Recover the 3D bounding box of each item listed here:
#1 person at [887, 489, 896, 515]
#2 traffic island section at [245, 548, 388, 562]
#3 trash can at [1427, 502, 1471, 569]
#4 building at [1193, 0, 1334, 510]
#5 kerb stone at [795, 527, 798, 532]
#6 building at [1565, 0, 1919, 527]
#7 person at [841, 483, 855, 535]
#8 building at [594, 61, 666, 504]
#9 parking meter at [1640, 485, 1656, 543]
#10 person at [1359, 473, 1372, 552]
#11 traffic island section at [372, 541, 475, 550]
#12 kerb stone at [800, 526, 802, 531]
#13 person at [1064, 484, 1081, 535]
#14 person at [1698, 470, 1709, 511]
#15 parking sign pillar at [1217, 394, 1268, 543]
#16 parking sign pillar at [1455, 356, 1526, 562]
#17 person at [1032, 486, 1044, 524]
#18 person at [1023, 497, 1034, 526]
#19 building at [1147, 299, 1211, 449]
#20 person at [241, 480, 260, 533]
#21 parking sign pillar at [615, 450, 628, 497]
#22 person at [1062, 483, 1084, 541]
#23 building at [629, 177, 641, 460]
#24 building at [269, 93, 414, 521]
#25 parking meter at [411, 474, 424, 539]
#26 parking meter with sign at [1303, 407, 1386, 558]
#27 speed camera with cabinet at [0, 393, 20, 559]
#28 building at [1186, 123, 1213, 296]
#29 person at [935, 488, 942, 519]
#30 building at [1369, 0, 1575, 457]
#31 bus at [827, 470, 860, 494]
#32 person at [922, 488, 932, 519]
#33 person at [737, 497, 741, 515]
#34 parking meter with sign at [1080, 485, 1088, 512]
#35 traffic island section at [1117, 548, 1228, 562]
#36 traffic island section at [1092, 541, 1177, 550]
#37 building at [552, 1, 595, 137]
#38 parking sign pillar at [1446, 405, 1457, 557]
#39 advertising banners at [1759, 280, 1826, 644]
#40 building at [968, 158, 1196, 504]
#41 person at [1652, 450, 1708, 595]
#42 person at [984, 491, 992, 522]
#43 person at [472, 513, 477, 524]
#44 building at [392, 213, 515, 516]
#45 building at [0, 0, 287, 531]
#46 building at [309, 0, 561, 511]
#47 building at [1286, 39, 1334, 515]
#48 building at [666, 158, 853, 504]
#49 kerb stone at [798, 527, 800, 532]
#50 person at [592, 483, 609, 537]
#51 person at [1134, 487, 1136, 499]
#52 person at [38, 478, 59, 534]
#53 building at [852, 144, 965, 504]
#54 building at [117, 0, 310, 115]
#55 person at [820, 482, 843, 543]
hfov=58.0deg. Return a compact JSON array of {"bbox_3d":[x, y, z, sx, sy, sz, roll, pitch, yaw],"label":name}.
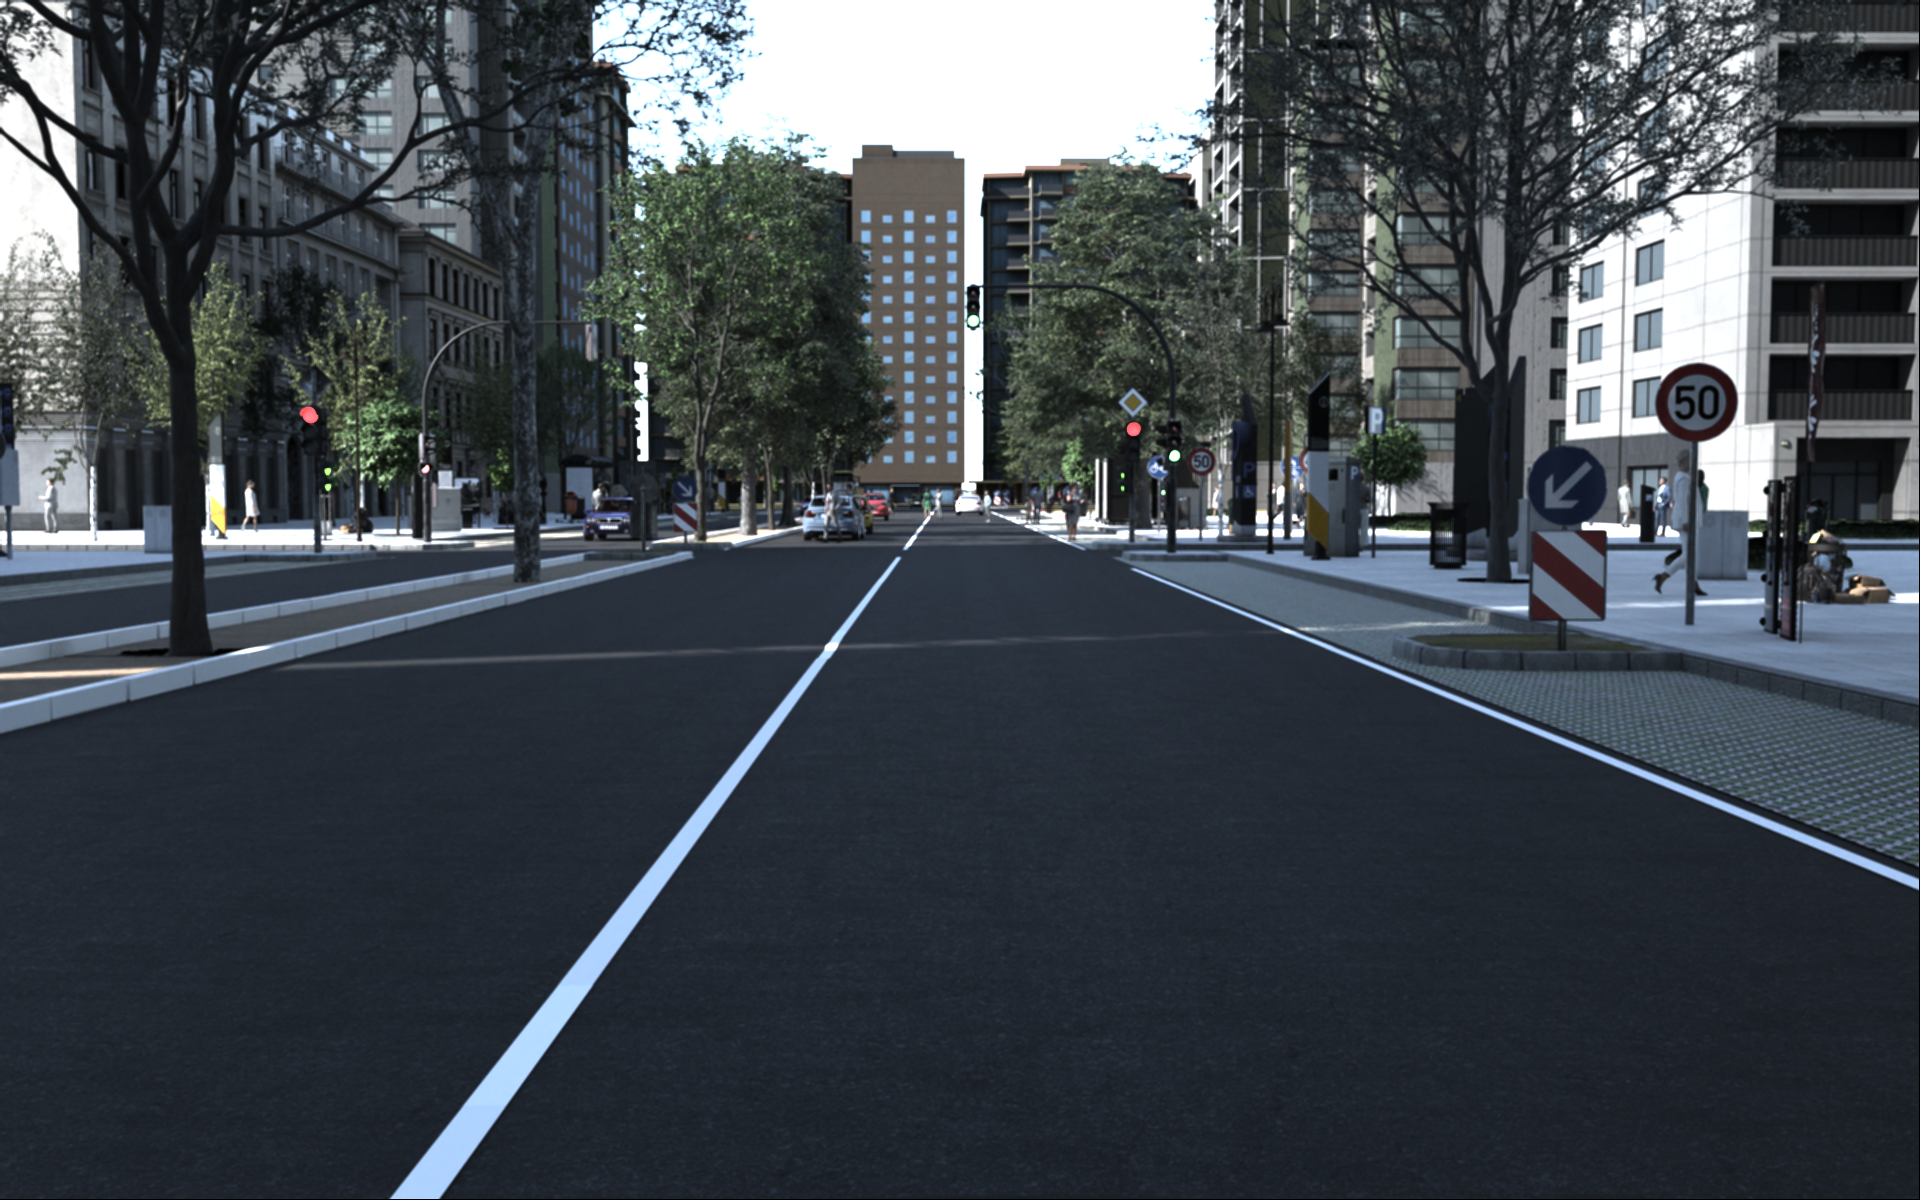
[{"bbox_3d":[-5.030,-6.795,119.821,1.509,1.804,0.699,-3,4,-38],"label":"person"},{"bbox_3d":[-14.006,-0.945,37.738,2.009,0.180,2.903,0,4,0],"label":"traffic island section"},{"bbox_3d":[8.411,-1.111,29.825,0.748,1.137,0.748,0,3,0],"label":"trash can"},{"bbox_3d":[30.201,-42.999,141.281,20.563,71.187,20.611,0,4,0],"label":"building"},{"bbox_3d":[-6.213,-2.568,64.258,0.120,0.150,1.000,0,4,0],"label":"kerb stone"},{"bbox_3d":[38.092,-38.491,67.581,20.611,71.187,20.563,0,4,0],"label":"building"},{"bbox_3d":[-3.802,-3.166,60.356,0.778,1.811,0.616,1,4,15],"label":"person"},{"bbox_3d":[-45.758,-31.580,170.960,28.867,44.769,22.147,0,4,0],"label":"building"},{"bbox_3d":[18.155,-2.281,45.713,0.372,1.533,0.369,0,3,0],"label":"parking meter"},{"bbox_3d":[8.894,-1.953,38.527,0.519,1.759,0.362,0,4,8],"label":"person"},{"bbox_3d":[-14.067,-1.434,45.723,2.009,0.180,2.903,0,4,0],"label":"traffic island section"},{"bbox_3d":[-6.235,-2.698,66.306,0.120,0.150,1.000,0,4,0],"label":"kerb stone"},{"bbox_3d":[3.933,-3.182,60.939,0.576,1.772,0.534,-3,5,-40],"label":"person"},{"bbox_3d":[15.561,-1.846,36.471,0.529,1.795,0.600,-1,4,-23],"label":"person"},{"bbox_3d":[7.583,-3.527,46.140,1.447,3.967,1.447,0,4,-1],"label":"parking sign pillar"},{"bbox_3d":[10.540,-2.749,33.424,1.447,3.967,1.447,2,4,30],"label":"parking sign pillar"},{"bbox_3d":[3.746,-4.539,82.920,0.606,1.804,0.583,0,4,7],"label":"person"},{"bbox_3d":[3.092,-4.013,78.393,0.640,1.303,0.475,2,4,31],"label":"person"},{"bbox_3d":[33.597,-19.762,168.144,27.650,21.520,28.899,0,4,0],"label":"building"},{"bbox_3d":[-23.302,-3.064,56.891,0.466,1.731,0.760,1,4,11],"label":"person"},{"bbox_3d":[-20.687,-7.264,107.239,1.447,3.967,1.447,-3,4,-37],"label":"parking sign pillar"},{"bbox_3d":[3.427,-2.667,52.469,0.716,1.782,0.532,-2,4,-28],"label":"person"},{"bbox_3d":[-49.868,-35.170,225.142,14.200,45.320,14.600,0,4,0],"label":"building"},{"bbox_3d":[-38.294,-15.120,89.004,13.314,21.916,24.055,0,4,0],"label":"building"},{"bbox_3d":[-15.638,-2.703,49.901,0.255,1.863,0.399,-2,4,-29],"label":"parking meter"},{"bbox_3d":[7.787,-2.391,35.348,0.543,3.016,1.738,-3,4,-39],"label":"parking meter with sign"},{"bbox_3d":[-19.525,-2.417,33.858,2.038,3.252,0.660,0,4,6],"label":"speed camera with cabinet"},{"bbox_3d":[40.719,-37.006,228.746,21.600,48.544,21.300,0,4,0],"label":"building"},{"bbox_3d":[-1.261,-5.559,99.571,0.466,1.800,0.511,-3,5,-42],"label":"person"},{"bbox_3d":[28.550,-19.582,91.865,14.160,30.474,14.107,0,4,0],"label":"building"},{"bbox_3d":[-12.039,-11.591,181.060,2.896,3.916,12.252,0,3,0],"label":"bus"},{"bbox_3d":[-1.893,-5.642,100.990,0.600,1.795,0.529,-2,4,-31],"label":"person"},{"bbox_3d":[-14.721,-6.457,116.667,0.523,1.515,0.503,-3,4,-39],"label":"person"},{"bbox_3d":[8.102,-7.616,120.779,1.738,3.016,0.543,1,4,16],"label":"parking meter with sign"},{"bbox_3d":[4.635,-0.954,37.876,2.009,0.180,2.903,0,4,0],"label":"traffic island section"},{"bbox_3d":[4.574,-1.442,45.861,2.009,0.180,2.903,0,4,0],"label":"traffic island section"},{"bbox_3d":[-38.001,-30.034,141.158,14.600,45.320,14.200,0,4,0],"label":"building"},{"bbox_3d":[10.723,-2.874,35.466,1.447,3.967,1.447,-2,4,-26],"label":"parking sign pillar"},{"bbox_3d":[7.333,-1.167,15.260,0.090,3.025,2.074,1,4,15],"label":"advertising banners"},{"bbox_3d":[15.488,-35.088,228.319,28.867,44.769,22.147,0,4,0],"label":"building"},{"bbox_3d":[9.085,-0.973,21.830,0.818,1.842,0.514,0,4,-7],"label":"person"},{"bbox_3d":[1.399,-4.791,88.646,0.330,1.601,0.589,-1,4,-15],"label":"person"},{"bbox_3d":[-21.185,-3.948,75.264,0.362,1.253,0.373,-3,5,-42],"label":"person"},{"bbox_3d":[-36.074,-15.059,110.847,10.561,19.102,19.286,0,4,0],"label":"building"},{"bbox_3d":[-34.652,-13.368,67.710,9.793,20.994,18.267,0,4,0],"label":"building"},{"bbox_3d":[-38.154,-27.130,127.165,14.154,41.232,14.086,0,4,0],"label":"building"},{"bbox_3d":[28.568,-20.932,113.932,14.160,30.474,14.107,0,4,0],"label":"building"},{"bbox_3d":[-28.196,-35.097,228.453,28.867,44.769,22.147,0,4,0],"label":"building"},{"bbox_3d":[-6.217,-2.635,65.284,0.120,0.150,1.000,0,4,0],"label":"kerb stone"},{"bbox_3d":[-12.049,-3.023,58.101,0.473,1.802,0.592,-2,4,-24],"label":"person"},{"bbox_3d":[6.740,-3.622,65.386,0.709,1.813,0.853,1,4,13],"label":"person"},{"bbox_3d":[-29.556,-3.054,56.182,0.583,1.804,0.606,-1,4,-17],"label":"person"},{"bbox_3d":[-6.483,-35.145,224.723,14.200,45.320,14.600,0,4,0],"label":"building"},{"bbox_3d":[-70.517,-44.847,171.505,20.611,71.187,20.563,0,4,0],"label":"building"},{"bbox_3d":[-3.763,-2.582,50.983,0.678,1.792,0.850,2,4,34],"label":"person"}]
